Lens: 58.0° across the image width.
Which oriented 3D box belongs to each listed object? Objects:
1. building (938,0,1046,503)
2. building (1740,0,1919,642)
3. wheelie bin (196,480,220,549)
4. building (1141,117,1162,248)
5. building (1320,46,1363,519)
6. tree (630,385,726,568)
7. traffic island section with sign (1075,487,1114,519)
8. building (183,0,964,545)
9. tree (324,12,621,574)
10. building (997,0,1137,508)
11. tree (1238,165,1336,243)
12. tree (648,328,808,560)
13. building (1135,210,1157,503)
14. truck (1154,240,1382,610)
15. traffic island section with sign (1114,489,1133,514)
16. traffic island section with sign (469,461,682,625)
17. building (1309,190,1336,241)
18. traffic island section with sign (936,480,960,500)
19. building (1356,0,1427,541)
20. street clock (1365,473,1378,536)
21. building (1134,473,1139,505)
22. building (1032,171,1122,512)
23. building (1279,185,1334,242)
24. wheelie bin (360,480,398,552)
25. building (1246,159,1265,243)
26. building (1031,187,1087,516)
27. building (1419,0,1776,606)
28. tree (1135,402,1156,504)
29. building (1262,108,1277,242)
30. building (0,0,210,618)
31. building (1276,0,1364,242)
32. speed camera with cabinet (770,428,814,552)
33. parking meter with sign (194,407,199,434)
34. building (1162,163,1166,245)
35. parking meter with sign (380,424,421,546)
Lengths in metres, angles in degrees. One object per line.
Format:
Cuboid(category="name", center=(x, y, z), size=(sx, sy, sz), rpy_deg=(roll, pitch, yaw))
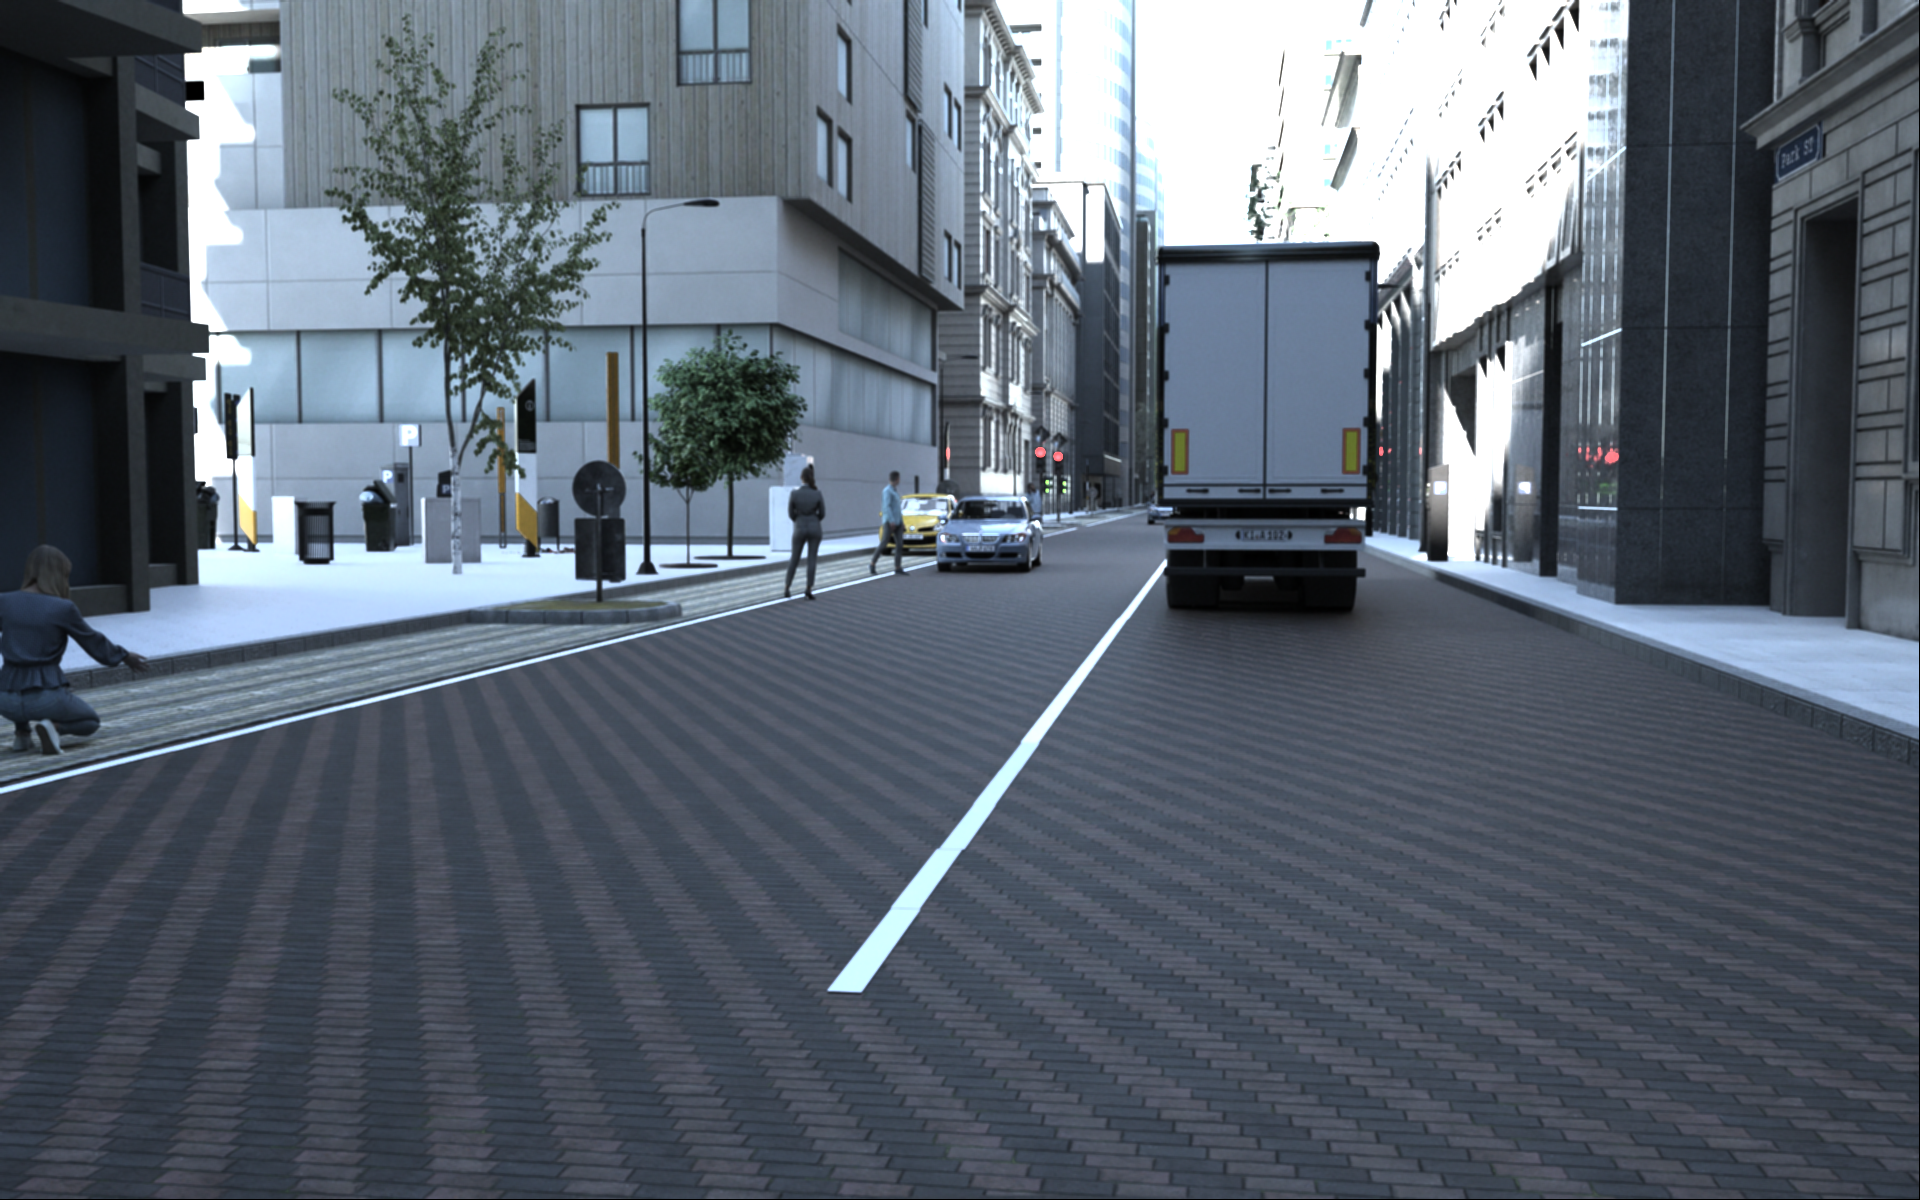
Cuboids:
Cuboid(category="building", center=(-3.496, -18.553, 90.723), size=(14.401, 28.519, 23.554), rpy_deg=(1, 4, 8))
Cuboid(category="building", center=(12.383, -10.512, 8.030), size=(11.583, 22.565, 21.152), rpy_deg=(1, 4, 8))
Cuboid(category="wheelie bin", center=(-17.653, -1.980, 40.286), size=(0.693, 1.594, 0.980), rpy_deg=(0, 4, 1))
Cuboid(category="building", center=(19.090, -44.215, 264.912), size=(21.231, 58.520, 28.212), rpy_deg=(1, 4, 8))
Cuboid(category="building", center=(32.675, -15.194, 81.712), size=(30.059, 22.955, 16.112), rpy_deg=(1, 4, 8))
Cuboid(category="tree", center=(-4.699, -2.190, 30.415), size=(1.663, 3.219, 1.824), rpy_deg=(0, 3, 0))
Cuboid(category="traffic island section with sign", center=(7.753, -5.650, 101.011), size=(1.989, 1.847, 2.006), rpy_deg=(1, 4, 8))
Cuboid(category="building", center=(-14.600, -28.624, 57.239), size=(27.495, 52.752, 28.713), rpy_deg=(1, 4, 8))
Cuboid(category="tree", center=(-7.806, -4.714, 27.438), size=(4.737, 8.622, 4.395), rpy_deg=(0, 3, 0))
Cuboid(category="building", center=(5.872, -38.273, 167.762), size=(21.231, 58.520, 28.212), rpy_deg=(1, 4, 8))
Cuboid(category="tree", center=(19.350, -14.988, 100.937), size=(12.611, 20.169, 13.585), rpy_deg=(0, 3, 0))
Cuboid(category="tree", center=(-4.647, -3.097, 34.352), size=(4.285, 4.588, 4.351), rpy_deg=(0, 3, 0))
Cuboid(category="building", center=(20.310, -34.249, 243.572), size=(14.154, 41.232, 14.086), rpy_deg=(1, 4, 8))
Cuboid(category="truck", center=(4.275, -2.198, 24.850), size=(2.839, 4.237, 11.283), rpy_deg=(1, 4, 9))
Cuboid(category="traffic island section with sign", center=(11.725, -7.281, 127.673), size=(1.989, 1.847, 2.006), rpy_deg=(1, 4, 8))
Cuboid(category="traffic island section with sign", center=(-4.293, -0.686, 19.848), size=(1.989, 1.847, 2.006), rpy_deg=(1, 4, 8))
Cuboid(category="building", center=(27.794, -16.054, 117.240), size=(10.420, 20.320, 16.860), rpy_deg=(1, 4, 8))
Cuboid(category="traffic island section with sign", center=(-0.332, -2.317, 46.512), size=(1.989, 1.847, 2.006), rpy_deg=(1, 4, 8))
Cuboid(category="building", center=(18.998, -16.849, 52.975), size=(11.434, 29.767, 29.804), rpy_deg=(1, 4, 8))
Cuboid(category="street clock", center=(12.390, -2.930, 52.483), size=(0.471, 2.002, 0.358), rpy_deg=(-1, 4, -16))
Cuboid(category="building", center=(11.649, -47.321, 211.950), size=(20.563, 71.187, 20.611), rpy_deg=(1, 4, 8))
Cuboid(category="building", center=(5.172, -21.116, 138.758), size=(14.314, 27.812, 24.014), rpy_deg=(1, 4, 8))
Cuboid(category="building", center=(31.897, -20.838, 137.969), size=(12.463, 27.353, 25.104), rpy_deg=(1, 4, 8))
Cuboid(category="wheelie bin", center=(-12.999, -1.884, 38.716), size=(0.693, 1.594, 0.980), rpy_deg=(0, 4, -3))
Cuboid(category="building", center=(58.583, -41.305, 264.574), size=(28.713, 52.752, 27.495), rpy_deg=(1, 4, 8))
Cuboid(category="building", center=(0.870, -16.706, 114.948), size=(13.314, 21.916, 24.055), rpy_deg=(1, 4, 8))
Cuboid(category="building", center=(15.009, -12.861, 28.302), size=(12.078, 24.808, 19.932), rpy_deg=(1, 4, 8))
Cuboid(category="tree", center=(23.557, -19.439, 228.197), size=(12.009, 13.543, 11.850), rpy_deg=(0, 3, 0))
Cuboid(category="building", center=(47.880, -36.063, 209.232), size=(23.786, 49.044, 30.456), rpy_deg=(1, 4, 8))
Cuboid(category="building", center=(-19.623, -21.787, 10.838), size=(22.147, 44.769, 28.867), rpy_deg=(1, 4, 8))
Cuboid(category="building", center=(40.760, -32.950, 162.436), size=(21.300, 48.544, 21.600), rpy_deg=(1, 4, 8))
Cuboid(category="speed camera with cabinet", center=(-3.800, -2.749, 39.274), size=(0.660, 3.252, 2.038), rpy_deg=(0, 4, 8))
Cuboid(category="parking meter with sign", center=(-15.733, -2.302, 33.895), size=(0.543, 3.016, 1.738), rpy_deg=(1, 4, 19))
Cuboid(category="building", center=(23.613, -45.915, 292.710), size=(21.231, 58.520, 28.212), rpy_deg=(1, 4, 8))
Cuboid(category="parking meter with sign", center=(-13.944, -2.837, 42.646), size=(0.543, 3.016, 1.738), rpy_deg=(1, 4, 12))
